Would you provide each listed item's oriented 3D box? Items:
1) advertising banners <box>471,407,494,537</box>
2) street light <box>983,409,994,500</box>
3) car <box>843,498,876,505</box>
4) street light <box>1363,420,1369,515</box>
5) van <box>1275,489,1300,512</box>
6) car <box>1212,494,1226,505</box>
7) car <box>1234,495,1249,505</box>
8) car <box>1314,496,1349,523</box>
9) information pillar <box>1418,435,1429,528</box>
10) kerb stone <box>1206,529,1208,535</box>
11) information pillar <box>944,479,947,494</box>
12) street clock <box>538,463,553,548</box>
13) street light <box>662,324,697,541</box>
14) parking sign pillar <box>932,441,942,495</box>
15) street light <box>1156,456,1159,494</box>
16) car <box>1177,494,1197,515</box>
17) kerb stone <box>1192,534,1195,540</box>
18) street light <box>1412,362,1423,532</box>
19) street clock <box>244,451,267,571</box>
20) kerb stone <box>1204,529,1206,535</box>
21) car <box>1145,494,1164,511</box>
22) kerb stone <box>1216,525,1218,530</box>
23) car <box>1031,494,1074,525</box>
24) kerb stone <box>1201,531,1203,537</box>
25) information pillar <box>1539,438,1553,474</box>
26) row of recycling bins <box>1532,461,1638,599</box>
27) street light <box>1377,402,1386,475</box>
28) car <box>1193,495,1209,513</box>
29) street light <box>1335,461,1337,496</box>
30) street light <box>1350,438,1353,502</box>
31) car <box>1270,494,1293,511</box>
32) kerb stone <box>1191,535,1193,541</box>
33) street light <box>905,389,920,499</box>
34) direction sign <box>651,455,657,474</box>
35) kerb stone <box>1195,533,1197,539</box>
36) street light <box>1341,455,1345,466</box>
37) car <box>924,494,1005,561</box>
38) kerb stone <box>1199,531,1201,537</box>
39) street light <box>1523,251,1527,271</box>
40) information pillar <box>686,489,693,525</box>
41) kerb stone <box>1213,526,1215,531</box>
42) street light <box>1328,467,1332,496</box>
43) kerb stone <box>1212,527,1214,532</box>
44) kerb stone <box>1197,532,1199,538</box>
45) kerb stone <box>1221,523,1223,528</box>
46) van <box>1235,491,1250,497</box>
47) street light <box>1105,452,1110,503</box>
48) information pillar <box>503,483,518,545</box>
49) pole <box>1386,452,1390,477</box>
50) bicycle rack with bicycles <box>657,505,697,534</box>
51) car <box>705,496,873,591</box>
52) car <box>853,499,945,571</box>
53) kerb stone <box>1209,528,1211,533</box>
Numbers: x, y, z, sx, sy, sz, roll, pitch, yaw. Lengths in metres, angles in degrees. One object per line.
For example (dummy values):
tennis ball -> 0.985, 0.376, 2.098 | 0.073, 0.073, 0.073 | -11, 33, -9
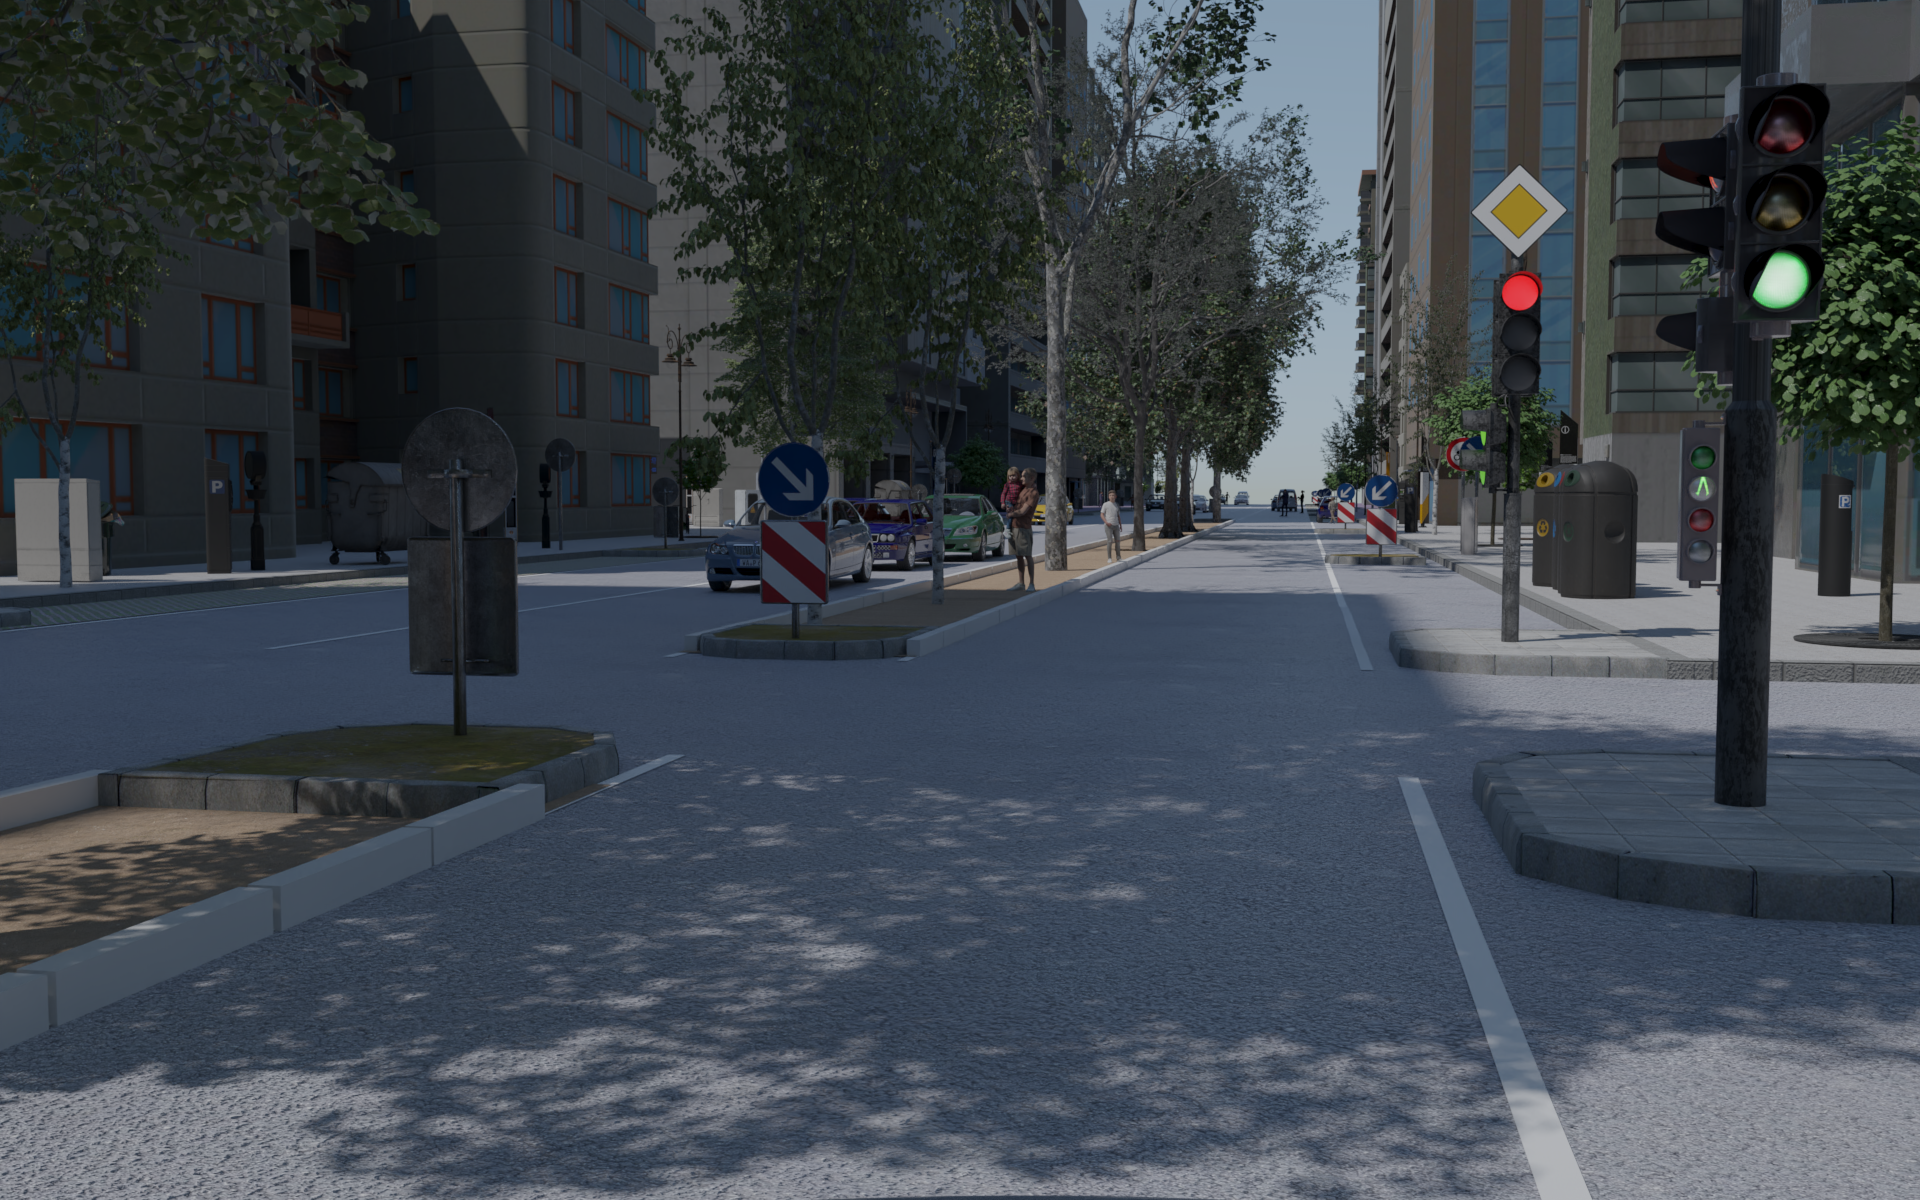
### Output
advertising banners -> -9.855, -2.420, 35.760 | 0.090, 3.025, 2.074 | -2, 4, -27
street light -> 1.557, -7.403, 93.819 | 0.468, 5.910, 1.993 | 1, 4, 11
car -> -2.925, -1.955, 44.548 | 1.945, 1.354, 3.894 | 1, 4, 11
street light -> 24.920, -8.170, 106.362 | 0.468, 5.910, 1.993 | 1, 4, 11
van -> 26.916, -8.282, 142.428 | 2.013, 2.044, 4.112 | 1, 4, 11
car -> 35.381, -13.850, 236.226 | 2.009, 1.686, 4.222 | 1, 4, 10
car -> 36.802, -13.083, 226.271 | 2.083, 1.381, 4.827 | 1, 4, 12
car -> 18.760, -4.537, 86.764 | 1.945, 1.354, 3.894 | 1, 4, 10
information pillar -> 17.759, -4.578, 66.212 | 0.183, 3.616, 0.504 | 3, 5, 44
kerb stone -> 8.406, -2.312, 59.990 | 0.120, 0.150, 1.000 | 1, 4, 11
information pillar -> -0.823, -4.732, 81.865 | 0.304, 2.012, 0.304 | -3, 4, -37
street clock -> -9.790, -2.223, 40.910 | 0.358, 2.002, 0.471 | 0, 4, -8
street light -> -7.611, -4.547, 47.136 | 0.468, 5.910, 1.993 | 1, 4, 11
parking sign pillar -> -1.136, -6.047, 87.337 | 1.447, 3.967, 1.447 | 0, 4, 4
street light -> 23.283, -14.157, 204.250 | 0.468, 5.910, 1.993 | 1, 4, 11
car -> 15.539, -6.782, 120.667 | 2.009, 1.686, 4.222 | 1, 4, 9
kerb stone -> 7.015, -1.881, 52.952 | 0.120, 0.150, 1.000 | 1, 4, 11
street light -> 15.624, -5.281, 59.140 | 0.468, 5.910, 1.993 | 1, 4, 11
street clock -> -11.799, -1.497, 29.050 | 0.358, 2.002, 0.471 | -3, 4, -39
kerb stone -> 8.206, -2.250, 58.978 | 0.120, 0.150, 1.000 | 1, 4, 11
car -> 16.491, -8.268, 144.968 | 2.009, 1.686, 4.222 | 1, 4, 10
kerb stone -> 9.797, -2.737, 67.045 | 0.120, 0.150, 1.000 | 1, 4, 11
car -> 4.241, -4.270, 80.044 | 2.015, 1.641, 3.980 | 1, 4, 10
kerb stone -> 7.807, -2.126, 56.973 | 0.120, 0.150, 1.000 | 1, 4, 11
information pillar -> 22.140, -4.536, 65.526 | 0.504, 3.616, 0.183 | 0, 4, -6
row of recycling bins -> 8.213, -0.956, 22.751 | 1.069, 1.692, 3.534 | 1, 4, 11
street light -> 21.205, -6.996, 87.175 | 0.468, 5.910, 1.993 | 1, 4, 11
car -> 18.173, -7.411, 133.529 | 2.083, 1.381, 4.827 | 1, 4, 13
street light -> 40.902, -13.155, 187.872 | 0.468, 5.910, 1.993 | 1, 4, 11
street light -> 30.465, -9.908, 134.781 | 0.468, 5.910, 1.993 | 1, 4, 11
car -> 27.479, -8.305, 147.790 | 2.014, 1.417, 4.499 | 1, 4, 12
kerb stone -> 6.819, -1.817, 51.944 | 0.120, 0.150, 1.000 | 1, 4, 11
street light -> -2.122, -6.263, 75.189 | 0.468, 5.910, 1.993 | 1, 4, 11
direction sign -> -12.286, -4.630, 67.694 | 0.876, 3.537, 0.379 | 0, 4, -6
kerb stone -> 7.218, -1.943, 53.956 | 0.120, 0.150, 1.000 | 1, 4, 11
street light -> 36.078, -11.635, 163.025 | 0.468, 5.910, 1.993 | 1, 4, 11
car -> -0.125, -1.634, 38.515 | 2.131, 1.459, 4.920 | 1, 4, 10
kerb stone -> 7.620, -2.066, 55.968 | 0.120, 0.150, 1.000 | 1, 4, 11
street light -> 10.011, -3.567, 31.111 | 0.468, 5.910, 1.993 | 1, 4, 11
information pillar -> -11.132, -4.114, 71.753 | 0.304, 2.012, 0.304 | 1, 4, 22
kerb stone -> 9.392, -2.614, 65.026 | 0.120, 0.150, 1.000 | 1, 4, 11
street light -> 46.347, -14.871, 215.934 | 0.468, 5.910, 1.993 | 1, 4, 11
kerb stone -> 9.201, -2.554, 64.022 | 0.120, 0.150, 1.000 | 1, 4, 11
kerb stone -> 7.417, -2.004, 54.960 | 0.120, 0.150, 1.000 | 1, 4, 11
kerb stone -> 10.586, -2.985, 71.058 | 0.120, 0.150, 1.000 | 1, 4, 11
van -> 39.088, -14.218, 239.470 | 2.013, 2.044, 4.112 | 1, 4, 12
street light -> 12.676, -10.852, 150.224 | 0.468, 5.910, 1.993 | 1, 4, 11
information pillar -> -11.101, -2.339, 42.734 | 0.304, 2.012, 0.304 | -1, 4, -23
pole -> 20.853, -5.541, 84.438 | 0.158, 3.312, 0.155 | 0, 3, 0
bicycle rack with bicycles -> -9.879, -2.641, 56.568 | 2.852, 0.926, 2.925 | 0, 4, -6
car -> -2.554, -0.916, 26.977 | 2.014, 1.417, 4.499 | 1, 4, 10
car -> -1.469, -1.292, 33.712 | 1.945, 1.354, 3.894 | 1, 4, 12
kerb stone -> 8.800, -2.435, 62.012 | 0.120, 0.150, 1.000 | 1, 4, 11
